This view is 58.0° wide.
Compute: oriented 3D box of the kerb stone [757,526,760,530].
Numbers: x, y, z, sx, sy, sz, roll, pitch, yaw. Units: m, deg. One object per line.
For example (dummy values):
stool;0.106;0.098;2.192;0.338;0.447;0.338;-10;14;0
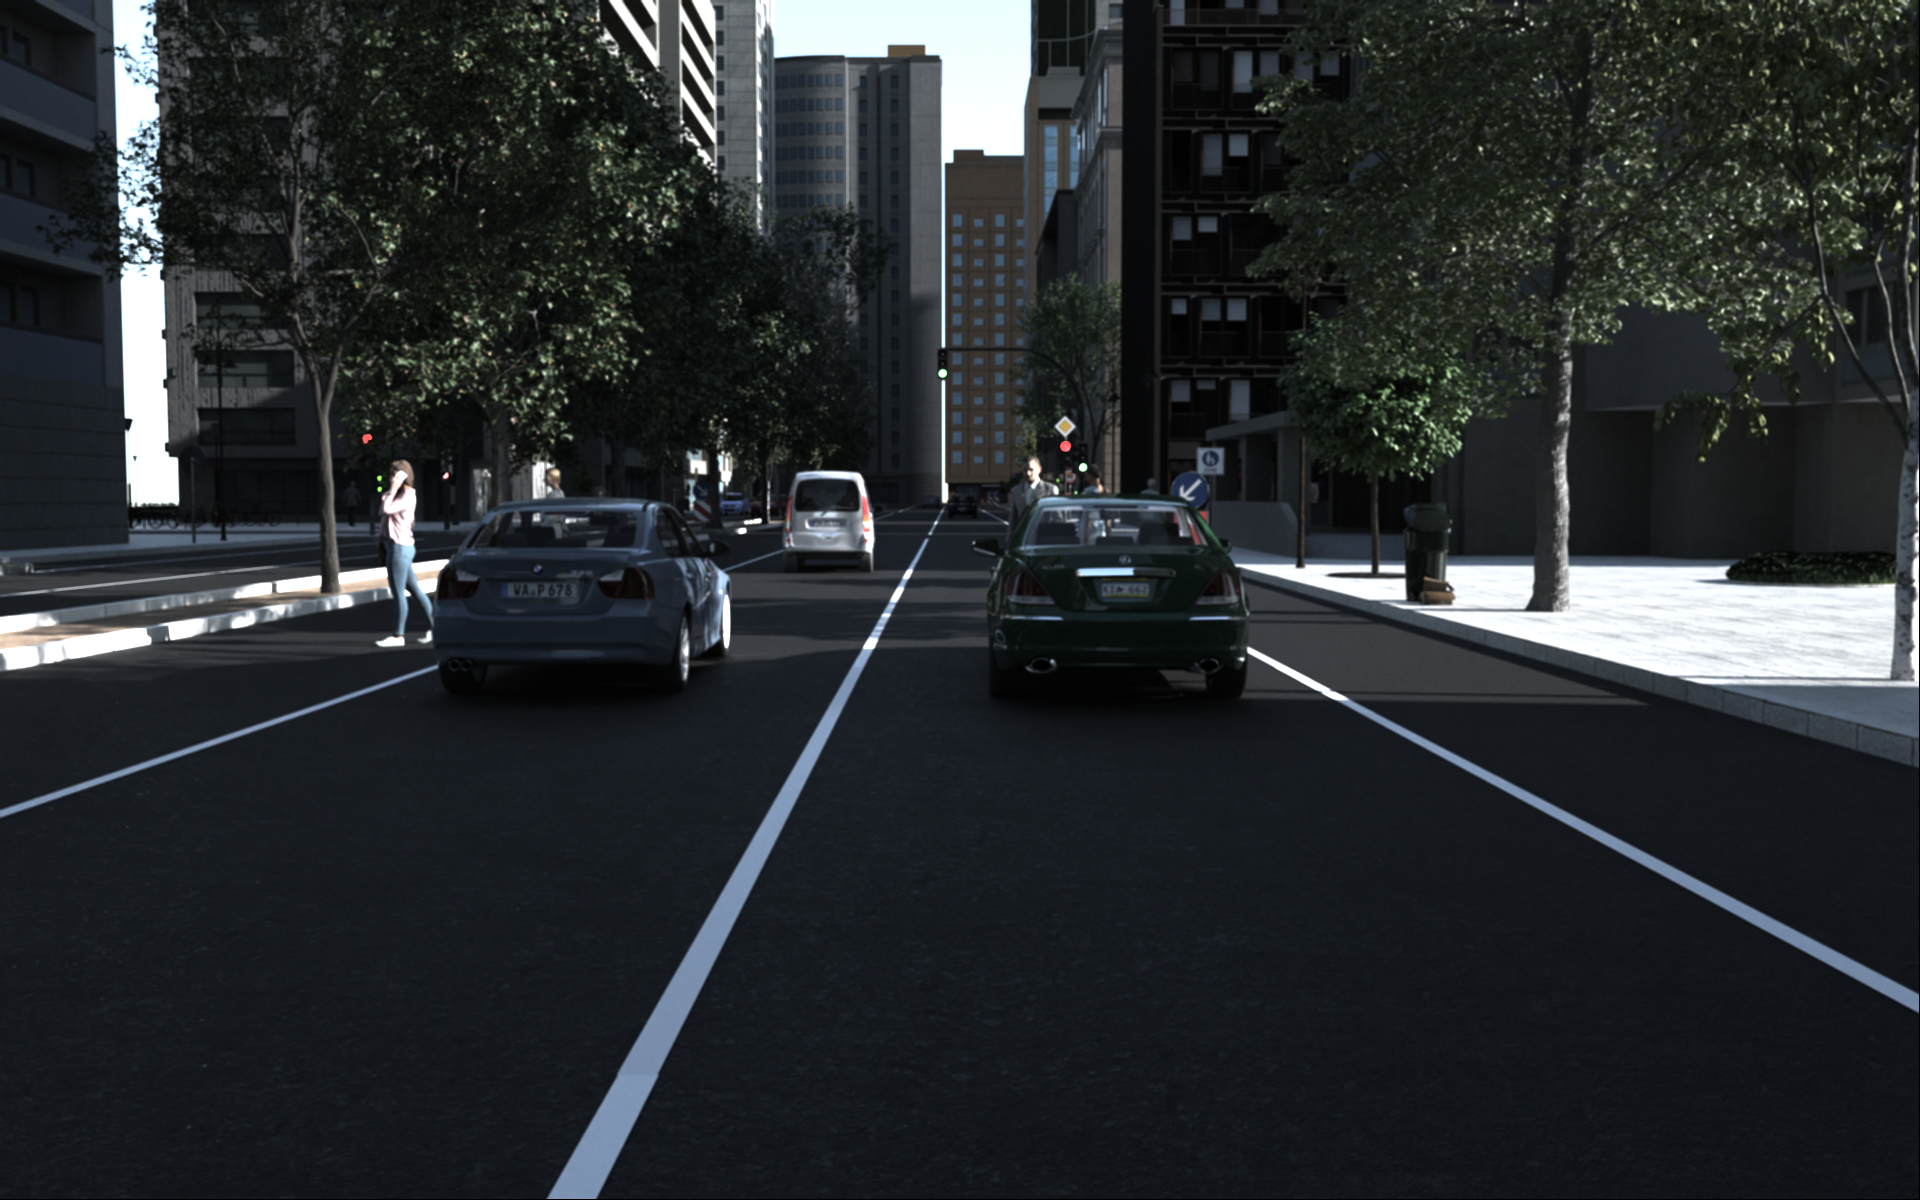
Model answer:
kerb stone;-8.075;-2.812;68.177;0.120;0.150;1.000;0;4;0

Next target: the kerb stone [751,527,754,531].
kerb stone;-8.069;-2.683;66.130;0.120;0.150;1.000;0;4;0

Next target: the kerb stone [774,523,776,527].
kerb stone;-8.110;-3.183;74.313;0.120;0.150;1.000;0;4;0

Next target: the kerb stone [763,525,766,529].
kerb stone;-8.081;-2.936;70.222;0.120;0.150;1.000;0;4;0

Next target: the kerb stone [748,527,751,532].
kerb stone;-8.058;-2.625;65.107;0.120;0.150;1.000;0;4;0

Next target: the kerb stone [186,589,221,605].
kerb stone;-9.945;-0.018;22.600;0.120;0.150;1.000;0;4;0

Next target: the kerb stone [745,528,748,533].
kerb stone;-8.053;-2.562;64.084;0.120;0.150;1.000;0;4;0

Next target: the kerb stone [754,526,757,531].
kerb stone;-8.072;-2.750;67.155;0.120;0.150;1.000;0;4;0

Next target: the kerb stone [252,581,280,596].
kerb stone;-9.965;-0.150;24.651;0.120;0.150;1.000;0;4;0

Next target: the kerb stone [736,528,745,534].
kerb stone;-8.050;-2.499;63.061;0.120;0.150;1.000;0;4;0

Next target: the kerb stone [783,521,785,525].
kerb stone;-8.129;-3.438;78.413;0.120;0.150;1.000;0;4;0

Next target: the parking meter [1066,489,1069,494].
parking meter;5.308;-4.724;85.642;0.372;1.533;0.369;0;3;0

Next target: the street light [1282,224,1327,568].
street light;5.928;-3.498;29.972;0.468;5.910;1.993;0;4;0

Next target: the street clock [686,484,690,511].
street clock;-20.432;-7.685;130.225;0.358;2.002;0.471;0;4;3

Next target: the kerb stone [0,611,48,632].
kerb stone;-9.928;0.226;18.496;0.120;0.150;1.000;0;4;0

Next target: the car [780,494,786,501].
car;-12.350;-6.635;120.478;2.014;1.417;4.499;0;4;-1

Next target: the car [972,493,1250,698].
car;1.144;-0.112;13.637;2.131;1.459;4.920;0;4;2

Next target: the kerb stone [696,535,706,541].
kerb stone;-8.007;-1.896;53.263;0.120;0.150;1.000;0;4;0

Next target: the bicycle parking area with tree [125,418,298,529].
bicycle parking area with tree;-30.943;-4.955;68.018;9.016;4.147;8.231;2;4;26

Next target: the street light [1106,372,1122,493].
street light;5.796;-5.669;65.475;0.468;5.910;1.993;0;4;0

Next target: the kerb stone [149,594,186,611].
kerb stone;-9.949;0.039;21.570;0.120;0.150;1.000;0;4;0

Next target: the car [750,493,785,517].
car;-11.884;-6.013;107.345;2.155;1.783;4.494;0;4;1

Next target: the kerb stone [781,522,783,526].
kerb stone;-8.126;-3.376;77.391;0.120;0.150;1.000;0;4;0

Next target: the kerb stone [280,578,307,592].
kerb stone;-9.966;-0.212;25.673;0.120;0.150;1.000;0;4;0

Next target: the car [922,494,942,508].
car;-2.923;-10.272;179.944;2.014;1.417;4.499;0;4;1

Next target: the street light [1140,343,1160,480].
street light;5.799;-4.910;53.069;0.468;5.910;1.993;0;4;0

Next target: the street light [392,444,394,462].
street light;-20.334;-5.460;62.066;0.468;5.910;1.993;0;4;0

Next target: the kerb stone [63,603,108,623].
kerb stone;-9.939;0.164;19.521;0.120;0.150;1.000;0;4;0

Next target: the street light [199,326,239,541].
street light;-20.371;-4.584;47.739;0.468;5.910;1.993;0;4;0

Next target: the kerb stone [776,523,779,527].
kerb stone;-8.111;-3.250;75.335;0.120;0.150;1.000;0;4;0

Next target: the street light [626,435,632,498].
street light;-20.602;-8.301;108.506;0.468;5.910;1.993;0;4;0

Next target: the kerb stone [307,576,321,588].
kerb stone;-9.972;-0.276;26.702;0.120;0.150;1.000;0;4;0

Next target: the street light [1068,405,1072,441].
street light;5.667;-7.148;89.658;0.468;5.910;1.993;0;4;0

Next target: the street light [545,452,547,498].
street light;-20.470;-6.895;85.522;0.468;5.910;1.993;0;4;0

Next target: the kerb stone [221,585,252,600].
kerb stone;-9.955;-0.079;23.629;0.120;0.150;1.000;0;4;0

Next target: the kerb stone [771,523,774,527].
kerb stone;-8.101;-3.125;73.291;0.120;0.150;1.000;0;4;0

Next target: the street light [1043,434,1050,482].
street light;5.590;-8.560;112.746;0.468;5.910;1.993;0;4;0

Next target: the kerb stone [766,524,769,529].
kerb stone;-8.092;-3.000;71.246;0.120;0.150;1.000;0;4;0

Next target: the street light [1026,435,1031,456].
street light;5.367;-9.981;135.983;0.468;5.910;1.993;0;4;0

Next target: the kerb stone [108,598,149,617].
kerb stone;-9.942;0.101;20.543;0.120;0.150;1.000;0;4;0

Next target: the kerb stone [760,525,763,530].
kerb stone;-8.083;-2.875;69.200;0.120;0.150;1.000;0;4;0

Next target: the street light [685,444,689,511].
street light;-20.752;-9.704;131.445;0.468;5.910;1.993;0;4;0

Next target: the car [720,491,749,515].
car;-15.435;-6.639;118.131;1.945;1.707;3.694;0;4;1

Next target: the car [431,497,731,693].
car;-2.886;-0.110;13.803;2.014;1.417;4.499;0;4;-1

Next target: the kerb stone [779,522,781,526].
kerb stone;-8.113;-3.313;76.369;0.120;0.150;1.000;0;4;0

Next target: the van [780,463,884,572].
van;-2.471;-1.600;33.178;2.013;2.044;4.112;0;4;-2

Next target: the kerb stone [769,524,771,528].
kerb stone;-8.091;-3.063;72.269;0.120;0.150;1.000;0;4;0

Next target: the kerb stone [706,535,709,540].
kerb stone;-8.009;-1.963;54.285;0.120;0.150;1.000;0;4;0

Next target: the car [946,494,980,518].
car;0.172;-5.781;104.306;2.009;1.686;4.222;0;4;1
